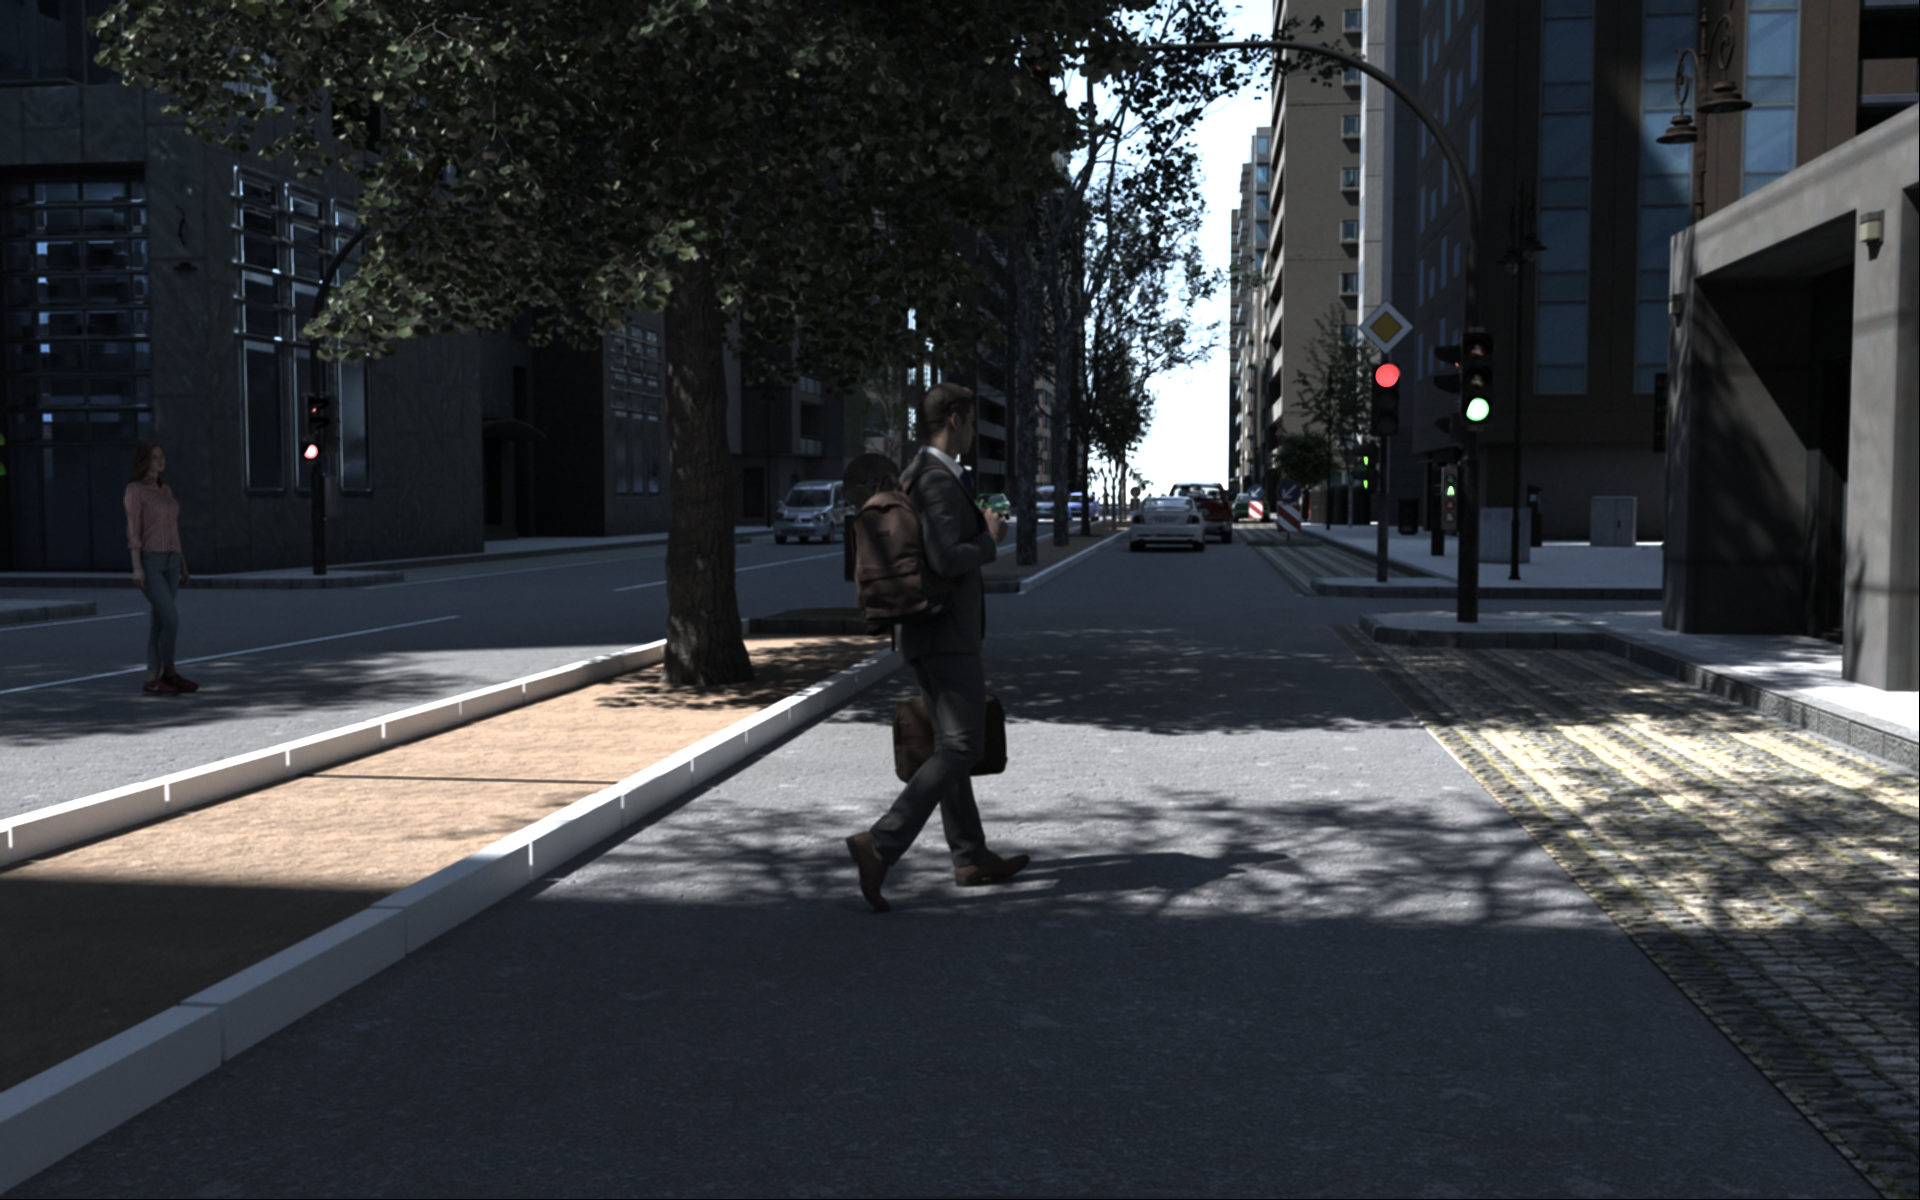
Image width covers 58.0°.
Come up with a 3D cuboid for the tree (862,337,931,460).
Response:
[{"bbox_3d":[-3.917,-9.731,93.522,7.601,10.594,8.767,0,4,1],"label":"tree"}]

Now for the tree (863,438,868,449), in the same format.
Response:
[{"bbox_3d":[-5.756,-6.122,83.810,4.285,4.588,4.351,0,3,0],"label":"tree"}]

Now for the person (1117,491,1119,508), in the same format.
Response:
[{"bbox_3d":[15.892,-10.099,174.446,0.721,1.723,1.217,0,4,6],"label":"person"}]

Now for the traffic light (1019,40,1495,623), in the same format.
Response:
[{"bbox_3d":[2.984,-2.616,17.431,4.771,5.953,1.251,0,4,8],"label":"traffic light"}]

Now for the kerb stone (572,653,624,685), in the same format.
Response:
[{"bbox_3d":[-2.823,0.544,13.296,0.120,0.150,1.000,0,4,8],"label":"kerb stone"}]

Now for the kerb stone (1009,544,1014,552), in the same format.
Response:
[{"bbox_3d":[1.139,-1.226,42.245,0.120,0.150,1.000,0,4,8],"label":"kerb stone"}]

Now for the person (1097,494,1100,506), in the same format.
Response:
[{"bbox_3d":[13.211,-9.402,165.477,0.557,1.426,1.065,1,4,10],"label":"person"}]

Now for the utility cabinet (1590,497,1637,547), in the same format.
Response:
[{"bbox_3d":[15.886,-1.894,42.124,1.020,1.237,0.306,3,5,41],"label":"utility cabinet"}]

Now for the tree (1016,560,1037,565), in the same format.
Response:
[{"bbox_3d":[2.427,-10.689,33.109,12.611,20.169,13.585,0,3,0],"label":"tree"}]

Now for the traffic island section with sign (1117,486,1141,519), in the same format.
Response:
[{"bbox_3d":[10.126,-5.635,100.267,2.006,1.907,1.989,0,4,8],"label":"traffic island section with sign"}]

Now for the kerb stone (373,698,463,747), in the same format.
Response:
[{"bbox_3d":[-3.226,0.731,10.248,0.120,0.150,1.000,0,4,8],"label":"kerb stone"}]

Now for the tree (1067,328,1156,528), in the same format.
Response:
[{"bbox_3d":[6.984,-7.727,79.162,4.737,8.622,4.395,0,3,0],"label":"tree"}]

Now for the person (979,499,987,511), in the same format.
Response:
[{"bbox_3d":[1.361,-4.818,92.779,0.738,1.151,1.012,3,4,39],"label":"person"}]

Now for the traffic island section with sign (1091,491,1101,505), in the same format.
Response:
[{"bbox_3d":[18.124,-13.826,234.689,1.989,1.847,2.006,0,4,8],"label":"traffic island section with sign"}]

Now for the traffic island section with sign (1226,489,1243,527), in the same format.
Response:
[{"bbox_3d":[12.613,-4.040,74.679,1.989,1.847,2.006,0,4,8],"label":"traffic island section with sign"}]

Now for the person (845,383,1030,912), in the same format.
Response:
[{"bbox_3d":[-0.098,0.138,6.213,0.822,1.834,0.622,-2,4,-29],"label":"person"}]

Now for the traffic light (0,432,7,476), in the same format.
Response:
[{"bbox_3d":[-11.244,-1.870,19.495,0.839,4.253,0.868,0,4,8],"label":"traffic light"}]

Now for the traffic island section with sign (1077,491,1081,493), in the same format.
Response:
[{"bbox_3d":[14.384,-12.155,207.363,1.989,1.847,2.006,0,4,8],"label":"traffic island section with sign"}]

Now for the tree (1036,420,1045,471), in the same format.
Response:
[{"bbox_3d":[6.705,-13.600,172.724,4.737,8.622,4.395,0,3,0],"label":"tree"}]

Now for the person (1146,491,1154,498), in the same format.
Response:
[{"bbox_3d":[25.526,-13.704,232.501,1.348,1.831,0.705,-2,4,-28],"label":"person"}]

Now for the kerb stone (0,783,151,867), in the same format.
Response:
[{"bbox_3d":[-3.650,0.918,7.188,0.120,0.150,1.000,0,4,8],"label":"kerb stone"}]

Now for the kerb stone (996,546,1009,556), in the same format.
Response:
[{"bbox_3d":[1.001,-1.159,41.230,0.120,0.150,1.000,0,4,8],"label":"kerb stone"}]

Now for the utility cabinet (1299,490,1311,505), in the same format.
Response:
[{"bbox_3d":[19.587,-5.433,97.504,1.173,1.500,0.318,2,4,27],"label":"utility cabinet"}]

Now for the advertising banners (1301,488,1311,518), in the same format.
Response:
[{"bbox_3d":[19.220,-6.022,94.653,2.074,3.025,0.090,3,5,42],"label":"advertising banners"}]

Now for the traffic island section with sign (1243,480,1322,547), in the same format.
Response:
[{"bbox_3d":[8.965,-2.406,47.971,1.989,1.847,2.006,0,4,8],"label":"traffic island section with sign"}]

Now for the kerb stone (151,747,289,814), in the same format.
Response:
[{"bbox_3d":[-3.510,0.858,8.208,0.120,0.150,1.000,0,4,8],"label":"kerb stone"}]

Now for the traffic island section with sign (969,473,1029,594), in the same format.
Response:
[{"bbox_3d":[-0.042,-1.081,25.817,2.006,1.907,1.989,0,4,8],"label":"traffic island section with sign"}]

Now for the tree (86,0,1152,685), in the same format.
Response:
[{"bbox_3d":[-1.931,-6.335,12.693,9.857,13.997,8.962,0,3,0],"label":"tree"}]

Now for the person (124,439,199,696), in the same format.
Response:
[{"bbox_3d":[-5.708,-0.232,12.309,0.388,1.821,0.555,0,4,1],"label":"person"}]

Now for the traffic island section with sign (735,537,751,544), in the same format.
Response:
[{"bbox_3d":[-7.122,-2.534,50.052,1.989,1.847,2.006,0,4,8],"label":"traffic island section with sign"}]

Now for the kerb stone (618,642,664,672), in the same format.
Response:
[{"bbox_3d":[-2.674,0.485,14.311,0.120,0.150,1.000,0,4,8],"label":"kerb stone"}]

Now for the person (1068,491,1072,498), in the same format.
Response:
[{"bbox_3d":[11.256,-10.279,177.224,0.621,1.740,0.551,1,4,11],"label":"person"}]

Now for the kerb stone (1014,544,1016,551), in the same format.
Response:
[{"bbox_3d":[1.281,-1.288,43.257,0.120,0.150,1.000,0,4,8],"label":"kerb stone"}]

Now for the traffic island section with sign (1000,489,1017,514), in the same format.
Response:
[{"bbox_3d":[3.267,-7.184,126.087,1.989,1.847,2.006,0,4,8],"label":"traffic island section with sign"}]

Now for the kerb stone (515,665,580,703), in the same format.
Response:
[{"bbox_3d":[-2.950,0.606,12.282,0.120,0.150,1.000,0,4,8],"label":"kerb stone"}]

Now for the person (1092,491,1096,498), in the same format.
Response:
[{"bbox_3d":[14.465,-11.058,190.024,1.217,1.735,0.721,-3,4,-37],"label":"person"}]

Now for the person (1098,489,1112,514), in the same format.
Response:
[{"bbox_3d":[10.316,-6.973,122.513,1.348,1.823,0.705,-2,4,-27],"label":"person"}]

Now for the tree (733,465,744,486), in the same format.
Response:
[{"bbox_3d":[-8.607,-4.027,60.438,1.663,3.219,1.824,0,3,0],"label":"tree"}]

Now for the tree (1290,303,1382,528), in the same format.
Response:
[{"bbox_3d":[14.806,-7.066,65.887,4.737,8.622,4.395,0,3,0],"label":"tree"}]

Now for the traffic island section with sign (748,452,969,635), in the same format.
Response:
[{"bbox_3d":[-1.055,-0.633,18.479,2.006,1.907,1.989,0,4,8],"label":"traffic island section with sign"}]

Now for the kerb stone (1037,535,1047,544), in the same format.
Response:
[{"bbox_3d":[2.397,-1.786,51.401,0.120,0.150,1.000,0,4,8],"label":"kerb stone"}]

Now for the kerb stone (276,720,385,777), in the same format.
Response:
[{"bbox_3d":[-3.370,0.796,9.227,0.120,0.150,1.000,0,4,8],"label":"kerb stone"}]

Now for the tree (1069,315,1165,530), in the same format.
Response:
[{"bbox_3d":[6.145,-7.089,68.727,4.360,8.622,3.978,0,3,0],"label":"tree"}]

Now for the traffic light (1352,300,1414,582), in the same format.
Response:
[{"bbox_3d":[6.150,-2.219,25.201,0.839,4.253,0.868,0,4,8],"label":"traffic light"}]

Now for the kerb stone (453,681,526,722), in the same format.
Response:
[{"bbox_3d":[-3.094,0.670,11.270,0.120,0.150,1.000,0,4,8],"label":"kerb stone"}]

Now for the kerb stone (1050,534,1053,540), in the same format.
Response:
[{"bbox_3d":[2.675,-1.911,53.441,0.120,0.150,1.000,0,4,8],"label":"kerb stone"}]

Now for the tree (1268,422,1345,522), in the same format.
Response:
[{"bbox_3d":[15.746,-5.833,79.076,4.285,4.588,4.351,0,3,0],"label":"tree"}]

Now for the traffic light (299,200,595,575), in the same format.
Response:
[{"bbox_3d":[-8.077,-3.210,27.159,4.771,5.953,1.251,0,4,8],"label":"traffic light"}]

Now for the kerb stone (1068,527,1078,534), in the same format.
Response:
[{"bbox_3d":[4.199,-2.594,64.612,0.120,0.150,1.000,0,4,8],"label":"kerb stone"}]

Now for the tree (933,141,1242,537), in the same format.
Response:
[{"bbox_3d":[4.229,-8.903,58.393,12.009,13.543,11.850,0,3,0],"label":"tree"}]

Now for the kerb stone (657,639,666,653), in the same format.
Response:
[{"bbox_3d":[-2.538,0.420,15.324,0.120,0.150,1.000,0,4,8],"label":"kerb stone"}]

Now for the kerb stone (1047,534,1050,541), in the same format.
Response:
[{"bbox_3d":[2.532,-1.846,52.414,0.120,0.150,1.000,0,4,8],"label":"kerb stone"}]

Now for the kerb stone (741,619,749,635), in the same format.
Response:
[{"bbox_3d":[-2.259,0.296,17.351,0.120,0.150,1.000,0,4,8],"label":"kerb stone"}]
